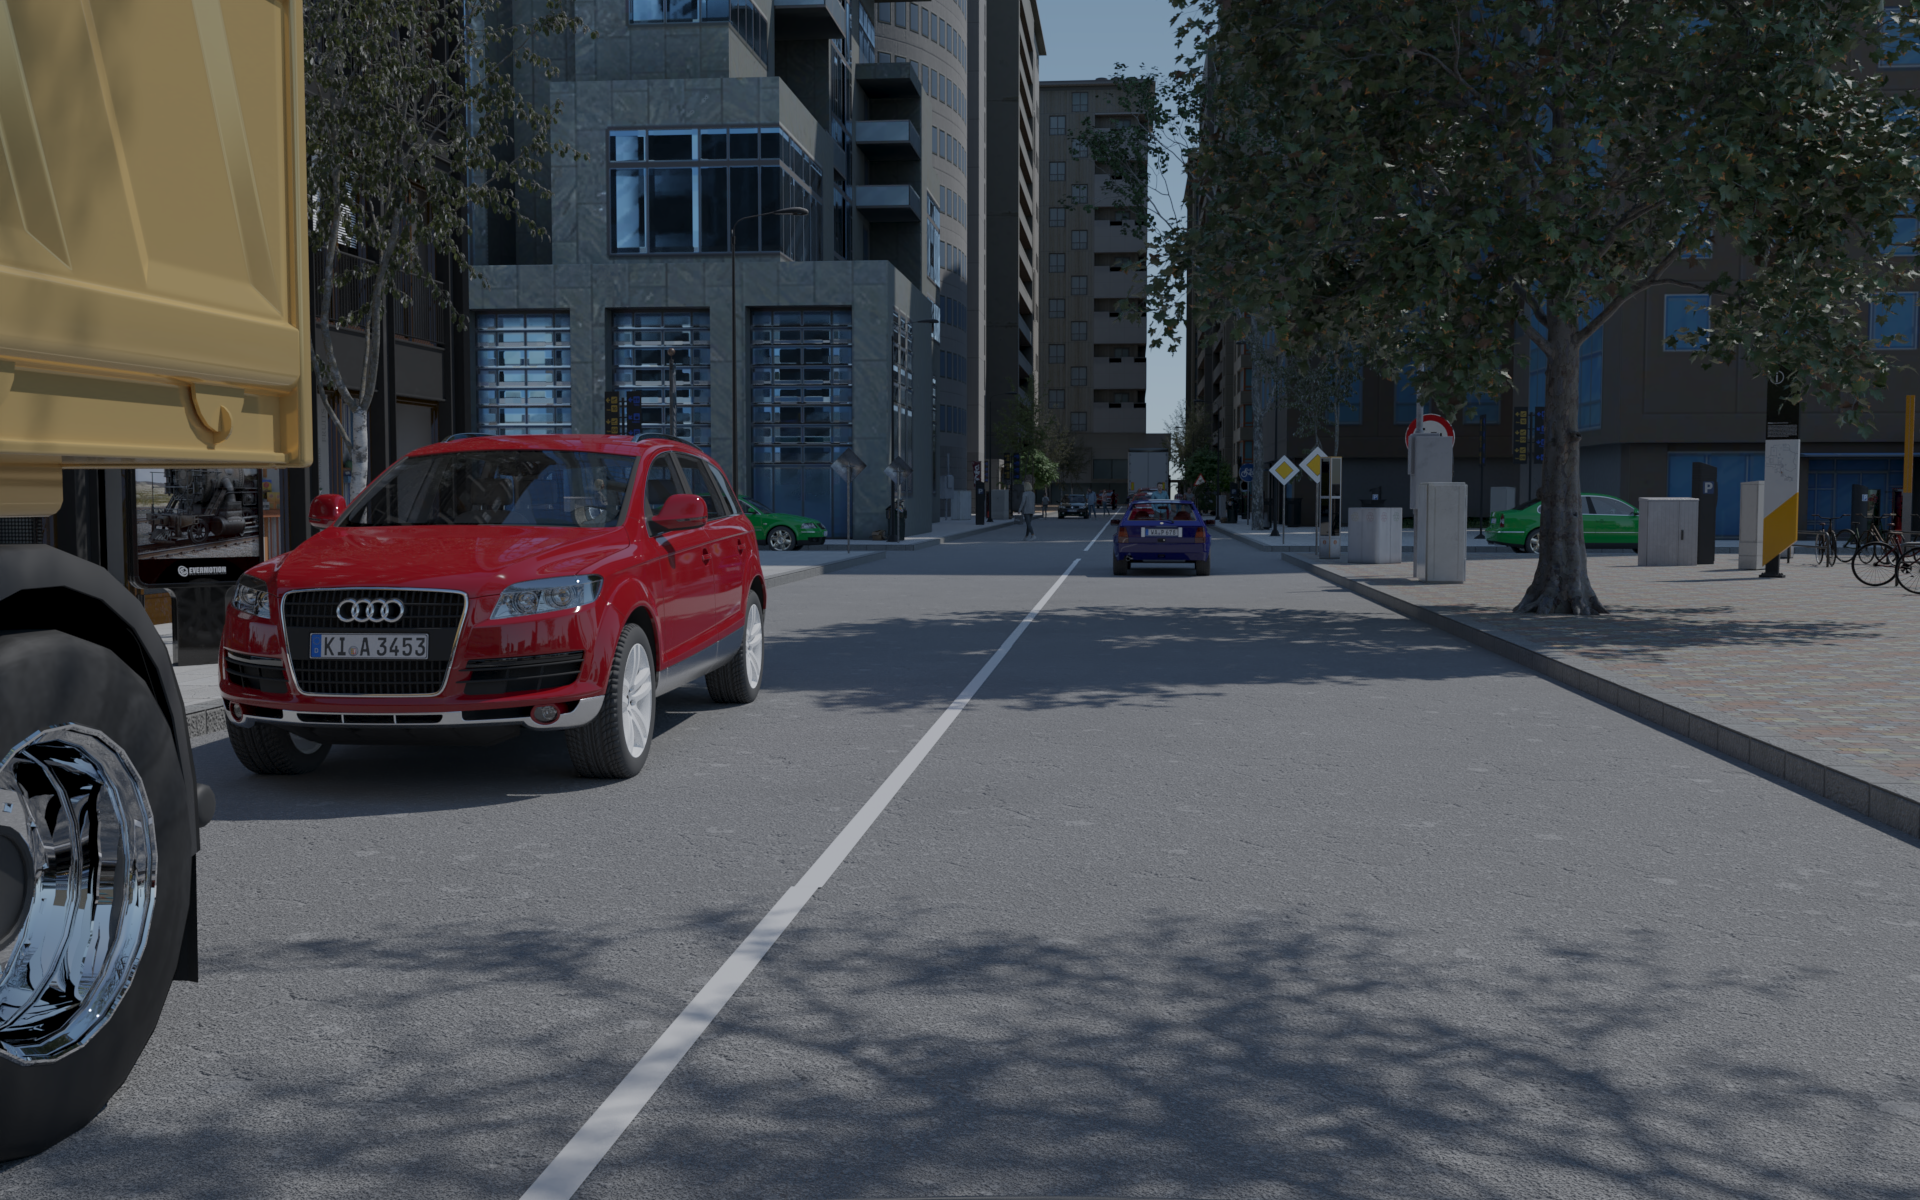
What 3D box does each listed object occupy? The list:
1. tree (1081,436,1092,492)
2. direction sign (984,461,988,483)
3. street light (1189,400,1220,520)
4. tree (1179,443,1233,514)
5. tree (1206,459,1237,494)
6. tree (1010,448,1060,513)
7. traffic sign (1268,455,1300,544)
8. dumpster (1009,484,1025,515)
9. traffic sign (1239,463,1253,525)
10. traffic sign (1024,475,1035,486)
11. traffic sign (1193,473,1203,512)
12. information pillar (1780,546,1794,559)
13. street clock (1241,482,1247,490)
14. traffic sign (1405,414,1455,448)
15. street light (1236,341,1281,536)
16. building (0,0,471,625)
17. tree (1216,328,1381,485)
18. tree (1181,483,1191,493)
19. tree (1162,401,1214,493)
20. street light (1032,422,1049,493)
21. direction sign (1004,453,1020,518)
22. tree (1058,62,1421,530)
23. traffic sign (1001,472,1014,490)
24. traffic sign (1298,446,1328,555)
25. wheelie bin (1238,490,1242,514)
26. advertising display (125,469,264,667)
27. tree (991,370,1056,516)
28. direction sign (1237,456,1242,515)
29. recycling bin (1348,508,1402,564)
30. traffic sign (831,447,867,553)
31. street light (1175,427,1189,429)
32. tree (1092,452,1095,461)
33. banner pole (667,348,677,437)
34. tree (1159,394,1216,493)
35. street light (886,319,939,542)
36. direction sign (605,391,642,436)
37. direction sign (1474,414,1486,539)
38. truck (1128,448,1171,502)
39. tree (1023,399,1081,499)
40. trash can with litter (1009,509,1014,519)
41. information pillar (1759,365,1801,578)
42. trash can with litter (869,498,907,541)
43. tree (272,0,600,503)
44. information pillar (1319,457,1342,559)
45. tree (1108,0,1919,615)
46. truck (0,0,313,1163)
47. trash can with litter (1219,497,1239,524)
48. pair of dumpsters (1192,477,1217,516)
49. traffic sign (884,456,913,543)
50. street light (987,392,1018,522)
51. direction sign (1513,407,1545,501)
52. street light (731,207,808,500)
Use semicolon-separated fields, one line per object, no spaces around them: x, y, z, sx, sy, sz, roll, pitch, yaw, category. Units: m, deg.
10.199;-13.410;169.615;4.360;8.622;3.978;0;3;0;tree
1.554;-7.684;117.634;0.876;3.537;0.379;-2;4;-35;direction sign
12.183;-6.900;85.352;1.470;5.913;1.316;0;4;6;street light
15.787;-7.760;110.594;4.285;4.588;4.351;0;3;0;tree
14.530;-6.128;94.791;1.663;3.219;1.824;0;3;0;tree
4.868;-8.340;120.078;4.285;4.588;4.351;0;3;0;tree
8.282;-2.487;44.301;0.795;2.450;0.064;0;4;6;traffic sign
3.398;-5.720;99.282;1.264;1.857;1.865;0;4;6;dumpster
11.905;-4.368;71.527;0.768;2.556;0.104;1;4;9;traffic sign
4.513;-6.900;112.916;0.768;2.556;0.104;0;4;7;traffic sign
14.990;-6.602;107.951;0.884;2.594;0.081;0;4;8;traffic sign
16.378;-1.827;34.360;0.304;2.012;0.304;3;4;37;information pillar
16.552;-5.873;100.590;0.358;2.002;0.471;-3;5;-39;street clock
7.452;-1.678;27.542;0.768;2.556;0.104;0;4;6;traffic sign
9.038;-4.892;52.519;1.470;5.913;1.316;0;4;6;street light
-13.783;-11.430;16.564;12.332;23.373;15.834;0;4;6;building
10.007;-5.935;47.397;4.360;8.622;3.978;0;3;0;tree
20.739;-9.790;154.663;1.663;3.219;1.824;0;3;0;tree
17.793;-11.236;134.069;4.737;8.622;4.395;0;3;0;tree
5.248;-8.525;111.926;1.470;5.913;1.316;0;4;6;street light
2.827;-6.284;94.746;0.876;3.537;0.379;-1;4;-10;direction sign
9.607;-12.468;59.747;12.611;20.169;13.585;0;3;0;tree
2.691;-5.963;97.606;0.768;2.556;0.104;1;4;11;traffic sign
7.492;-2.001;36.355;0.795;2.450;0.064;0;4;6;traffic sign
16.875;-5.986;105.771;0.980;1.594;0.693;-3;5;-43;wheelie bin
-5.719;-0.475;12.978;0.123;1.923;0.974;3;5;44;advertising display
3.730;-9.358;103.368;4.737;8.622;4.395;0;3;0;tree
16.787;-6.853;104.037;0.379;3.537;0.876;2;4;23;direction sign
7.678;-1.193;32.060;0.722;1.027;0.722;-3;4;-37;recycling bin
-2.402;-2.062;37.355;0.795;2.450;0.064;0;4;6;traffic sign
15.477;-8.962;119.067;1.470;5.913;1.316;0;4;6;street light
12.773;-14.905;194.065;4.360;8.622;3.978;0;3;0;tree
-4.883;-2.419;29.568;0.401;3.779;0.863;-1;4;-16;banner pole
17.119;-10.825;127.344;4.360;8.622;3.978;0;3;0;tree
-1.254;-4.496;46.048;1.470;5.913;1.316;0;4;6;street light
-7.412;-2.825;38.186;0.876;3.537;0.379;1;4;16;direction sign
14.922;-3.518;49.513;0.379;3.537;0.876;0;4;7;direction sign
12.211;-7.523;111.912;2.839;4.237;11.283;0;4;7;truck
6.654;-11.115;132.098;4.360;8.622;3.978;0;3;0;tree
2.242;-4.675;87.824;1.055;1.170;0.624;2;4;34;trash can with litter
12.535;-2.146;26.437;0.504;3.616;0.183;3;5;40;information pillar
-1.986;-2.213;47.562;1.055;1.170;0.624;1;4;17;trash can with litter
-5.419;-3.994;15.658;4.360;8.622;3.978;0;3;0;tree
7.300;-1.814;34.144;0.304;2.012;0.304;-2;4;-33;information pillar
6.413;-6.207;18.488;9.611;12.733;9.660;0;3;0;tree
-3.553;-0.266;0.272;3.469;3.379;9.791;0;4;6;truck
11.686;-3.921;75.490;0.624;1.170;1.055;-2;4;-28;trash can with litter
14.549;-6.105;102.309;1.574;2.255;4.437;0;4;6;pair of dumpsters
-1.611;-2.548;45.301;0.795;2.450;0.064;0;4;6;traffic sign
1.912;-6.504;78.880;1.470;5.913;1.316;0;4;6;street light
14.790;-3.237;44.922;0.876;3.537;0.379;0;4;5;direction sign
-3.152;-3.408;28.266;1.470;5.913;1.316;0;4;6;street light
